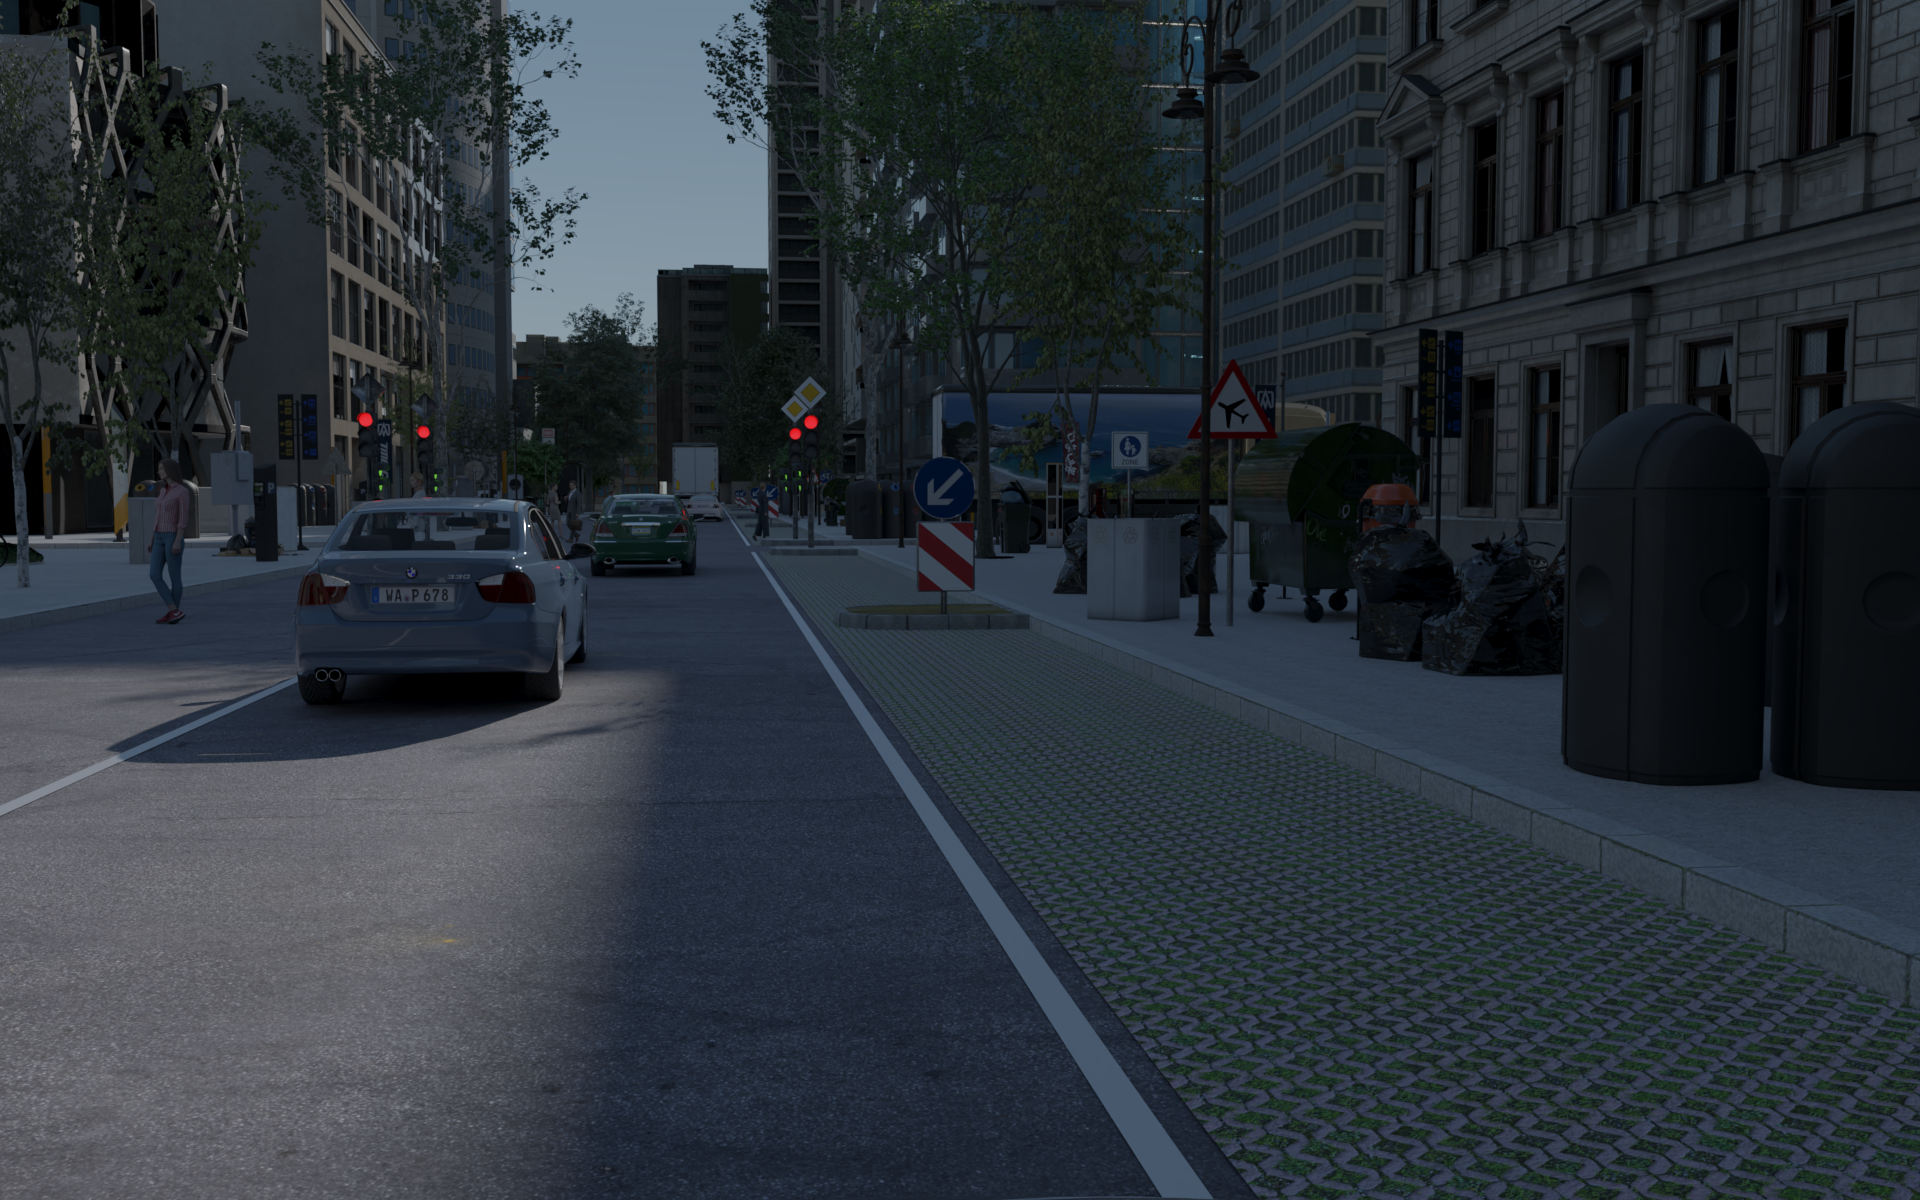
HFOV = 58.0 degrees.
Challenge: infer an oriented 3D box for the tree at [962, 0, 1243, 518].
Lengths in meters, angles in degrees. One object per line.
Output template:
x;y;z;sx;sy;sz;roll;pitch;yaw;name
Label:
1.879;-4.557;24.866;4.737;8.622;4.395;0;3;0;tree

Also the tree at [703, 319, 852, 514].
-11.744;-12.040;113.862;9.611;12.733;9.660;0;3;0;tree

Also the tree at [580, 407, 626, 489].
-29.722;-11.955;145.829;4.360;8.622;3.978;0;3;0;tree

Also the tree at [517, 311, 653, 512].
-26.303;-13.198;122.434;9.857;13.997;8.962;0;3;0;tree

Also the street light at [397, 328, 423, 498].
-15.297;-4.619;48.307;0.468;5.910;1.993;0;4;-8;street light

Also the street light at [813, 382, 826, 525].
-5.814;-6.033;71.431;0.468;5.910;1.993;0;4;-8;street light

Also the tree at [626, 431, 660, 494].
-36.397;-15.124;197.635;4.737;8.622;4.395;0;3;0;tree

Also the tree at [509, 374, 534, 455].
-28.057;-9.496;105.615;4.360;8.622;3.978;0;3;0;tree

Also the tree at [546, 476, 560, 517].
-23.021;-6.232;96.492;1.663;3.219;1.824;0;3;0;tree

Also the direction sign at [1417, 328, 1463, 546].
6.637;-1.956;23.985;0.876;3.537;0.379;-2;4;-34;direction sign

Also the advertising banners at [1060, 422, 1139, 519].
3.356;-2.800;41.966;2.074;3.025;0.090;2;4;29;advertising banners

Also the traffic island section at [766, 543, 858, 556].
-3.544;-1.172;41.442;2.009;0.180;2.903;0;4;-8;traffic island section

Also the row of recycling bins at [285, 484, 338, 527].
-26.086;-3.817;69.520;1.069;1.692;3.534;0;4;6;row of recycling bins

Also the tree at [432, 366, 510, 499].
-28.056;-9.092;99.022;4.360;8.622;3.978;0;3;0;tree

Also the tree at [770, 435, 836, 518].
-8.403;-6.599;91.614;4.285;4.588;4.351;0;3;0;tree

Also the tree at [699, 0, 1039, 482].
-1.612;-12.477;59.888;12.611;20.169;13.585;0;3;0;tree

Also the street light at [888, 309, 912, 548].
-1.402;-4.188;41.264;0.468;5.910;1.993;0;4;-8;street light

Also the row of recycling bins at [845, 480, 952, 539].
-1.835;-2.642;50.313;1.069;1.692;3.534;3;5;39;row of recycling bins

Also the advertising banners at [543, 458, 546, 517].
-19.986;-5.333;83.385;0.090;3.025;2.074;-1;4;-10;advertising banners

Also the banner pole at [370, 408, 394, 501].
-17.038;-3.719;50.828;0.863;3.779;0.401;-3;4;-38;banner pole

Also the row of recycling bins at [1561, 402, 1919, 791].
4.590;-0.043;7.809;3.534;1.692;1.069;0;4;5;row of recycling bins

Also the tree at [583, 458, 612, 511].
-28.097;-9.105;132.578;4.285;4.588;4.351;0;3;0;tree

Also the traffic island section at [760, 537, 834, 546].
-4.666;-1.655;49.348;2.009;0.180;2.903;0;4;-8;traffic island section

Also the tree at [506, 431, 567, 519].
-22.178;-6.514;90.210;4.285;4.588;4.351;0;3;0;tree

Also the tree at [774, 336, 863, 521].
-6.784;-7.961;80.530;4.360;8.622;3.978;0;3;0;tree

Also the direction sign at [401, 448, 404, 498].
-27.469;-5.708;85.325;0.379;3.537;0.876;-1;4;-12;direction sign

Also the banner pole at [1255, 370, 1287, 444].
6.305;-2.750;34.986;0.863;3.779;0.401;-1;4;-17;banner pole

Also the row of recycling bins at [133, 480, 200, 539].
-23.300;-2.678;50.898;1.069;1.692;3.534;-3;5;-43;row of recycling bins

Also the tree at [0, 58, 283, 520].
-13.460;-4.810;29.004;4.737;8.622;4.395;0;3;0;tree

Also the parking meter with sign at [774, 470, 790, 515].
-10.602;-6.763;106.833;1.738;3.016;0.543;0;4;-3;parking meter with sign

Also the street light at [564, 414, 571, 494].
-22.601;-7.771;99.840;0.468;5.910;1.993;0;4;-8;street light

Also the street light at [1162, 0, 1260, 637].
2.208;-2.612;15.490;0.468;5.910;1.993;0;4;-8;street light

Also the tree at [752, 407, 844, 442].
-12.757;-11.967;130.076;7.601;10.594;8.767;1;4;20;tree

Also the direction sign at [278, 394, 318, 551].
-15.013;-2.895;39.333;0.876;3.537;0.379;0;4;0;direction sign

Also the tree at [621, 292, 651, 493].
-30.285;-18.631;160.501;12.611;20.169;13.585;0;3;0;tree

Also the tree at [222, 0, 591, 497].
-18.536;-12.346;57.749;12.611;20.169;13.585;0;3;0;tree

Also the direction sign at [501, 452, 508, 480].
-24.789;-6.262;94.382;0.379;3.537;0.876;0;4;6;direction sign

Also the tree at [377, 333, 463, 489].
-24.480;-7.854;78.771;4.737;8.622;4.395;0;3;0;tree

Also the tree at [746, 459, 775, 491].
-21.673;-14.463;186.828;4.737;8.622;4.395;0;3;0;tree

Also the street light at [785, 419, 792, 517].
-9.525;-7.605;97.126;0.468;5.910;1.993;0;4;-8;street light

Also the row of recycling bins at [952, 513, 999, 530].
-0.006;-3.341;61.735;3.534;1.692;1.069;-2;4;-23;row of recycling bins

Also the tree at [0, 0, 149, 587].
-12.945;-4.464;23.351;4.360;8.622;3.978;0;3;0;tree

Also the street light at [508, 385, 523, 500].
-18.896;-6.172;73.694;0.468;5.910;1.993;0;4;-8;street light

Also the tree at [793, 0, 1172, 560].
0.338;-6.634;34.226;9.928;11.665;9.643;0;3;0;tree
